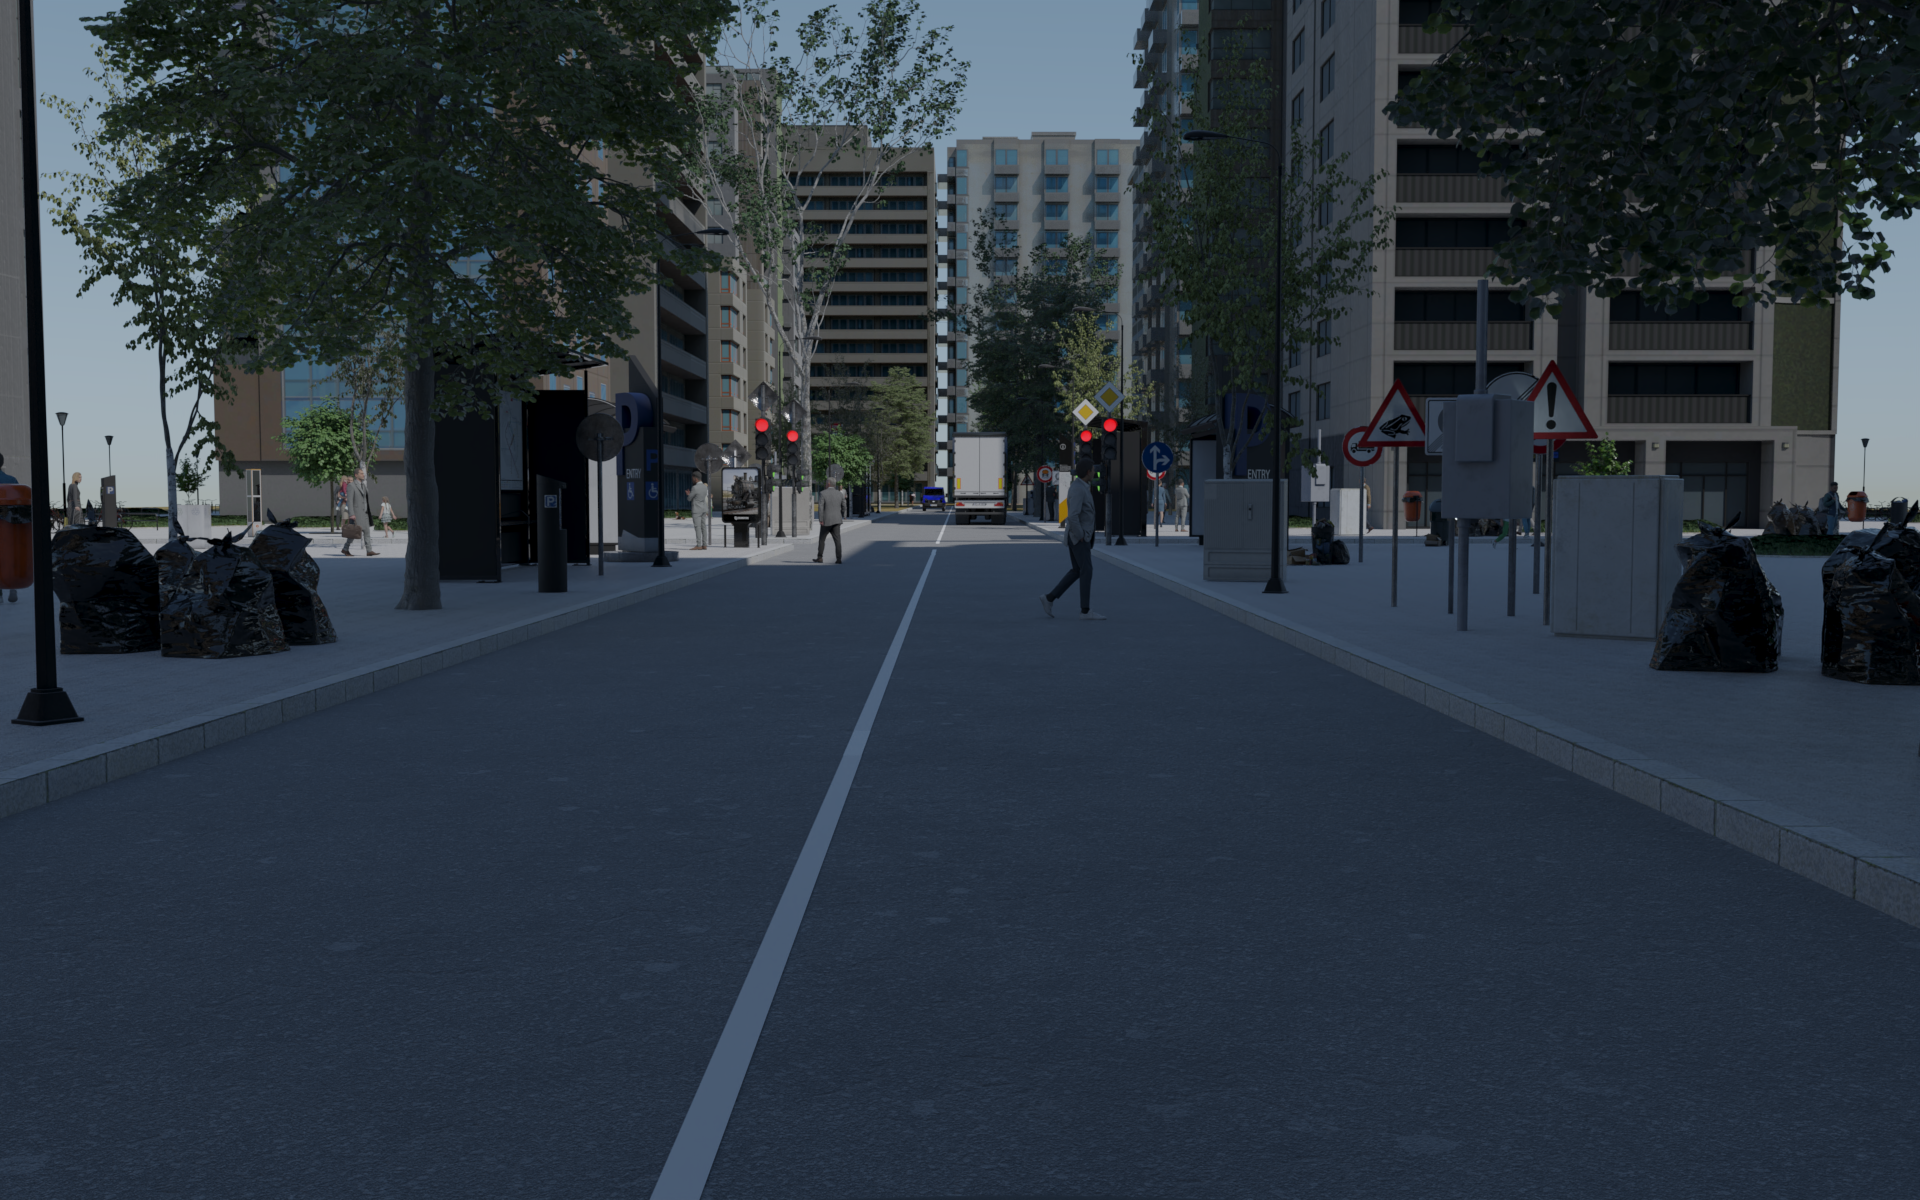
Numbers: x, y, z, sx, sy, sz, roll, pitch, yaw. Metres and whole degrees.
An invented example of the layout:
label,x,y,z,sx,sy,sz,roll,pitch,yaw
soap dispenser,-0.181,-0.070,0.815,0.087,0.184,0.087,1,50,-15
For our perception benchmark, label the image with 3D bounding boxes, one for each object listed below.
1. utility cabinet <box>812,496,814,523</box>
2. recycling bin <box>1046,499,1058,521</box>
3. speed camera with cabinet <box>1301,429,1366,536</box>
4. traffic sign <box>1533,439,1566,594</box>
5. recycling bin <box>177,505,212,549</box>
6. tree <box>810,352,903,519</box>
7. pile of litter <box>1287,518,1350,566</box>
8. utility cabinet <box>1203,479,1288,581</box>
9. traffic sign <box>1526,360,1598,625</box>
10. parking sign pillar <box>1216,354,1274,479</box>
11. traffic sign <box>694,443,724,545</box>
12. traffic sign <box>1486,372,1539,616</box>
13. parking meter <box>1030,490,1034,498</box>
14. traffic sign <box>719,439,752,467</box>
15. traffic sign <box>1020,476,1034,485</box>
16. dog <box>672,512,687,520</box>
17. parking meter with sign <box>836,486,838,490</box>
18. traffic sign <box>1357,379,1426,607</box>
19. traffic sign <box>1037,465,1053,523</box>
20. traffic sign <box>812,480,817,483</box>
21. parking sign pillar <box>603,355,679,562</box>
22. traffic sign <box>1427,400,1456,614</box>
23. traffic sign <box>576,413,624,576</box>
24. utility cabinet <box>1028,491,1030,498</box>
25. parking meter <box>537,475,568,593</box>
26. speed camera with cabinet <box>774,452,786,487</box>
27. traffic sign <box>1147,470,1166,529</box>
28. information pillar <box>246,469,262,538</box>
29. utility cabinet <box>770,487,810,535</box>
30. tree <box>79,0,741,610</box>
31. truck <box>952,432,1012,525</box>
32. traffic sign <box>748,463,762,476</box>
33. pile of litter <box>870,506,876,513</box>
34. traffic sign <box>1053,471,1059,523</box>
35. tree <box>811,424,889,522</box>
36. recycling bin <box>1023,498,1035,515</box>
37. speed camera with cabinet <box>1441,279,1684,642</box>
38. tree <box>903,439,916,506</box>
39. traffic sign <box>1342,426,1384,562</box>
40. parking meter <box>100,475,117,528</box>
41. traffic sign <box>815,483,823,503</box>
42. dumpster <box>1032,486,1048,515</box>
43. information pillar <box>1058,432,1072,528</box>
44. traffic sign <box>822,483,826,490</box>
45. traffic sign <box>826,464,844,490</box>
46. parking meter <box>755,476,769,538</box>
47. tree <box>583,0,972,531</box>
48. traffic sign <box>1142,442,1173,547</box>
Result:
label,x,y,z,sx,sy,sz,roll,pitch,yaw
utility cabinet,-7.020,-4.070,77.701,1.020,1.237,0.306,-3,5,-44
recycling bin,4.403,-4.270,82.365,0.722,1.027,0.722,1,4,17
speed camera with cabinet,11.557,-3.620,53.516,2.038,3.252,0.660,-1,4,-22
traffic sign,7.415,-1.352,22.211,0.768,2.556,0.104,0,4,0
recycling bin,-18.004,-1.714,40.578,0.722,1.027,0.722,-1,4,-10
tree,-5.678,-8.464,88.753,4.360,8.622,3.978,0,3,0
pile of litter,6.389,-1.076,31.550,1.719,0.858,1.176,-1,4,-22
utility cabinet,4.176,-1.021,25.366,1.173,1.500,0.318,1,4,21
traffic sign,5.737,-1.032,16.872,0.884,2.594,0.081,0,4,7
parking sign pillar,5.574,-2.773,33.809,1.447,3.967,1.447,-3,5,-42
traffic sign,-6.260,-2.640,43.266,0.768,2.556,0.104,0,4,5
traffic sign,5.792,-1.102,18.121,0.768,2.556,0.104,0,4,8
parking meter,4.583,-6.098,108.106,0.372,1.533,0.369,0,3,0
traffic sign,-5.423,-2.568,41.720,0.795,2.593,0.064,0,4,4
traffic sign,4.122,-6.492,106.153,0.884,2.594,0.081,0,4,3
dog,-13.886,-4.161,85.773,0.550,0.427,0.748,-3,5,-40
parking meter with sign,-8.300,-7.573,120.082,0.543,3.016,1.738,-2,4,-23
traffic sign,4.940,-1.201,19.639,0.884,2.594,0.081,0,4,5
traffic sign,3.799,-4.717,77.228,0.768,2.556,0.104,0,4,0
traffic sign,-7.320,-5.174,84.604,0.884,2.594,0.081,0,4,3
parking sign pillar,-6.111,-2.728,33.067,1.447,3.967,1.447,-2,4,-34
traffic sign,5.260,-1.001,18.501,0.606,2.300,0.079,0,4,2
traffic sign,-5.658,-1.659,27.227,0.768,2.556,0.104,0,4,3
utility cabinet,5.206,-6.861,120.851,1.173,1.500,0.318,0,4,-2
parking meter,-5.329,-0.870,22.629,0.372,1.533,0.369,0,3,0
speed camera with cabinet,-8.504,-5.251,80.183,0.660,3.252,2.038,0,4,6
traffic sign,7.133,-3.865,63.294,0.768,2.556,0.104,0,4,1
information pillar,-20.868,-2.857,51.201,0.304,2.012,0.304,3,4,38
utility cabinet,-5.257,-2.745,53.561,1.173,1.500,0.318,-1,4,-17
tree,-6.050,-6.194,19.394,7.486,12.596,7.792,0,3,0
truck,1.064,-5.812,83.937,2.839,4.237,11.283,0,4,2
traffic sign,-8.494,-4.391,71.903,0.768,2.556,0.104,0,4,1
pile of litter,-6.617,-6.482,119.940,1.719,0.858,1.176,-1,4,-11
traffic sign,4.373,-4.543,76.415,0.606,2.300,0.079,0,4,6
tree,-5.676,-5.957,81.105,4.285,4.588,4.351,0,3,0
recycling bin,4.319,-5.762,106.766,0.722,1.027,0.722,-1,4,-16
speed camera with cabinet,5.471,-1.311,15.778,2.038,3.252,0.660,3,5,40
tree,-6.106,-10.777,126.568,4.360,8.622,3.978,0,3,0
traffic sign,7.527,-1.978,32.451,0.768,2.556,0.104,0,4,4
parking meter,-26.038,-2.890,52.965,0.255,1.863,0.399,3,5,42
traffic sign,-7.889,-5.919,96.882,0.768,2.556,0.104,0,4,7
dumpster,4.987,-5.986,103.624,1.264,1.857,1.865,0,3,0
information pillar,3.954,-4.514,65.161,0.504,3.616,0.183,0,4,6
traffic sign,-8.125,-6.414,104.875,0.884,2.594,0.081,1,4,9
traffic sign,-5.262,-4.450,72.866,0.768,2.556,0.104,0,4,7
parking meter,-5.764,-2.734,50.405,0.399,1.863,0.255,-1,4,-12
tree,-6.871,-12.523,60.643,12.611,20.169,13.585,0,3,0
traffic sign,4.808,-2.576,42.218,0.768,2.556,0.104,0,4,2
